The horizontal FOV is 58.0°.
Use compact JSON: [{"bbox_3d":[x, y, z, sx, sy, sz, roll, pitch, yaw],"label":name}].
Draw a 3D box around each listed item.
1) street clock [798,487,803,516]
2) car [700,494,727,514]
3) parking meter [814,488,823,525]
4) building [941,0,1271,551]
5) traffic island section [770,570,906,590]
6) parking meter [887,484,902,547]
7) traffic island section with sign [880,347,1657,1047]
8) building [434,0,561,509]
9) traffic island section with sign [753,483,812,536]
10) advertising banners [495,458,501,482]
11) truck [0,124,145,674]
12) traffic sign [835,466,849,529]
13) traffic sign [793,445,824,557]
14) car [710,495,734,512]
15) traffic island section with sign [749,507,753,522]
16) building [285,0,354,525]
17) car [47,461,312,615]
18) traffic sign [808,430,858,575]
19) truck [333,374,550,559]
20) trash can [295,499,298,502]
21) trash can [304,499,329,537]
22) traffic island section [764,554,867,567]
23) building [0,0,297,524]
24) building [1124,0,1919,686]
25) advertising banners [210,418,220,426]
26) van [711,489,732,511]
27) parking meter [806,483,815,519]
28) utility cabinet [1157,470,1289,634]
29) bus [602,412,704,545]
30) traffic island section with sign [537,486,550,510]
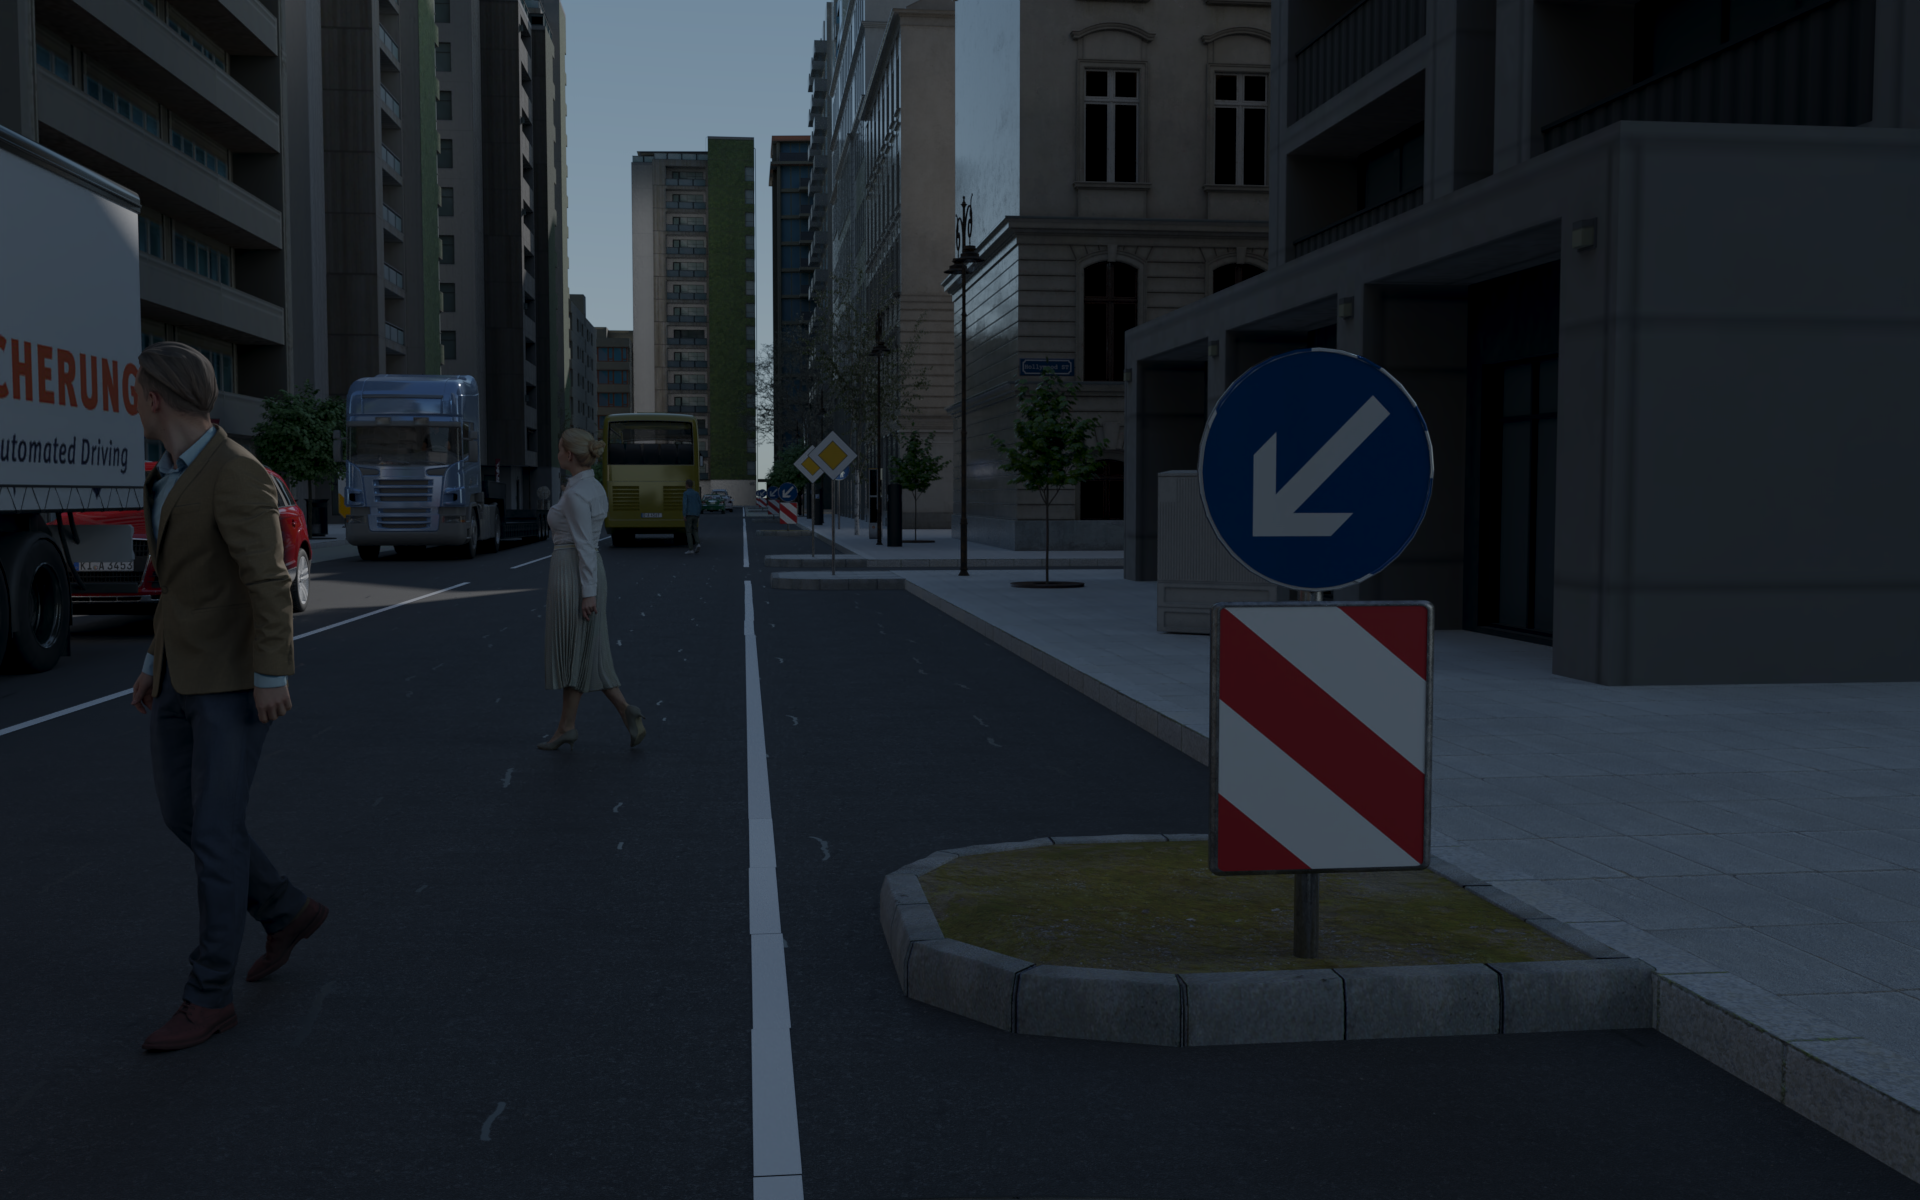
[{"bbox_3d":[-9.525,-6.036,103.254,0.471,2.002,0.358,0,4,-1],"label":"street clock"},{"bbox_3d":[-17.979,-6.972,125.793,2.131,1.459,4.920,-1,4,-9],"label":"car"},{"bbox_3d":[-5.836,-3.846,71.288,0.372,1.533,0.369,0,3,0],"label":"parking meter"},{"bbox_3d":[17.395,-13.841,45.393,34.723,24.649,14.460,0,4,-7],"label":"building"},{"bbox_3d":[-1.981,-0.313,27.405,2.009,0.180,2.903,0,4,-7],"label":"traffic island section"},{"bbox_3d":[-1.591,-2.065,42.179,0.372,1.533,0.369,0,3,0],"label":"parking meter"},{"bbox_3d":[0.771,0.194,5.464,1.989,1.847,2.006,0,4,-7],"label":"traffic island section with sign"},{"bbox_3d":[-30.805,-19.988,98.508,14.160,30.474,14.107,0,4,-7],"label":"building"},{"bbox_3d":[-6.115,-3.163,60.343,1.989,1.847,2.006,0,4,-7],"label":"traffic island section with sign"},{"bbox_3d":[-22.844,-5.388,84.282,0.090,3.025,2.074,1,4,14],"label":"advertising banners"},{"bbox_3d":[-8.068,-1.316,10.433,2.839,4.237,11.283,0,4,-7],"label":"truck"},{"bbox_3d":[-4.396,-3.839,62.877,0.768,2.556,0.104,0,4,-5],"label":"traffic sign"},{"bbox_3d":[-2.997,-1.933,35.248,0.795,2.450,0.064,0,4,-7],"label":"traffic sign"},{"bbox_3d":[-19.103,-7.714,138.483,2.083,1.381,4.827,-1,4,-8],"label":"car"},{"bbox_3d":[-9.584,-4.852,87.966,1.989,1.847,2.006,0,4,-7],"label":"traffic island section with sign"},{"bbox_3d":[-31.113,-23.970,75.506,14.154,41.232,14.086,0,4,-7],"label":"building"},{"bbox_3d":[-8.734,-0.656,19.406,2.281,1.827,5.304,-1,4,-9],"label":"car"},{"bbox_3d":[-2.003,-1.448,27.325,0.795,2.450,0.064,0,4,-7],"label":"traffic sign"},{"bbox_3d":[-12.830,-3.372,44.889,2.967,4.110,18.799,0,4,-8],"label":"truck"},{"bbox_3d":[-17.791,-2.075,45.585,0.748,1.137,0.748,0,3,0],"label":"trash can"},{"bbox_3d":[-19.352,-2.476,52.137,0.748,1.137,0.748,0,3,0],"label":"trash can"},{"bbox_3d":[-2.975,-0.798,35.328,2.009,0.180,2.903,0,4,-7],"label":"traffic island section"},{"bbox_3d":[-30.744,-25.642,42.949,21.300,48.544,21.600,0,4,-7],"label":"building"},{"bbox_3d":[13.880,-35.283,15.136,20.563,71.187,20.611,0,4,-7],"label":"building"},{"bbox_3d":[-17.534,-2.633,39.231,0.090,3.025,2.074,1,4,23],"label":"advertising banners"},{"bbox_3d":[-20.797,-8.749,150.052,2.013,2.044,4.112,0,4,-6],"label":"van"},{"bbox_3d":[-7.706,-5.119,89.400,0.399,1.863,0.255,-3,5,-42],"label":"parking meter"},{"bbox_3d":[2.375,-0.428,15.683,1.173,1.500,0.318,2,4,33],"label":"utility cabinet"},{"bbox_3d":[-9.079,-3.679,51.704,2.896,3.916,12.252,-1,4,-9],"label":"bus"},{"bbox_3d":[-20.742,-4.757,86.406,1.989,1.847,2.006,0,4,-7],"label":"traffic island section with sign"}]
